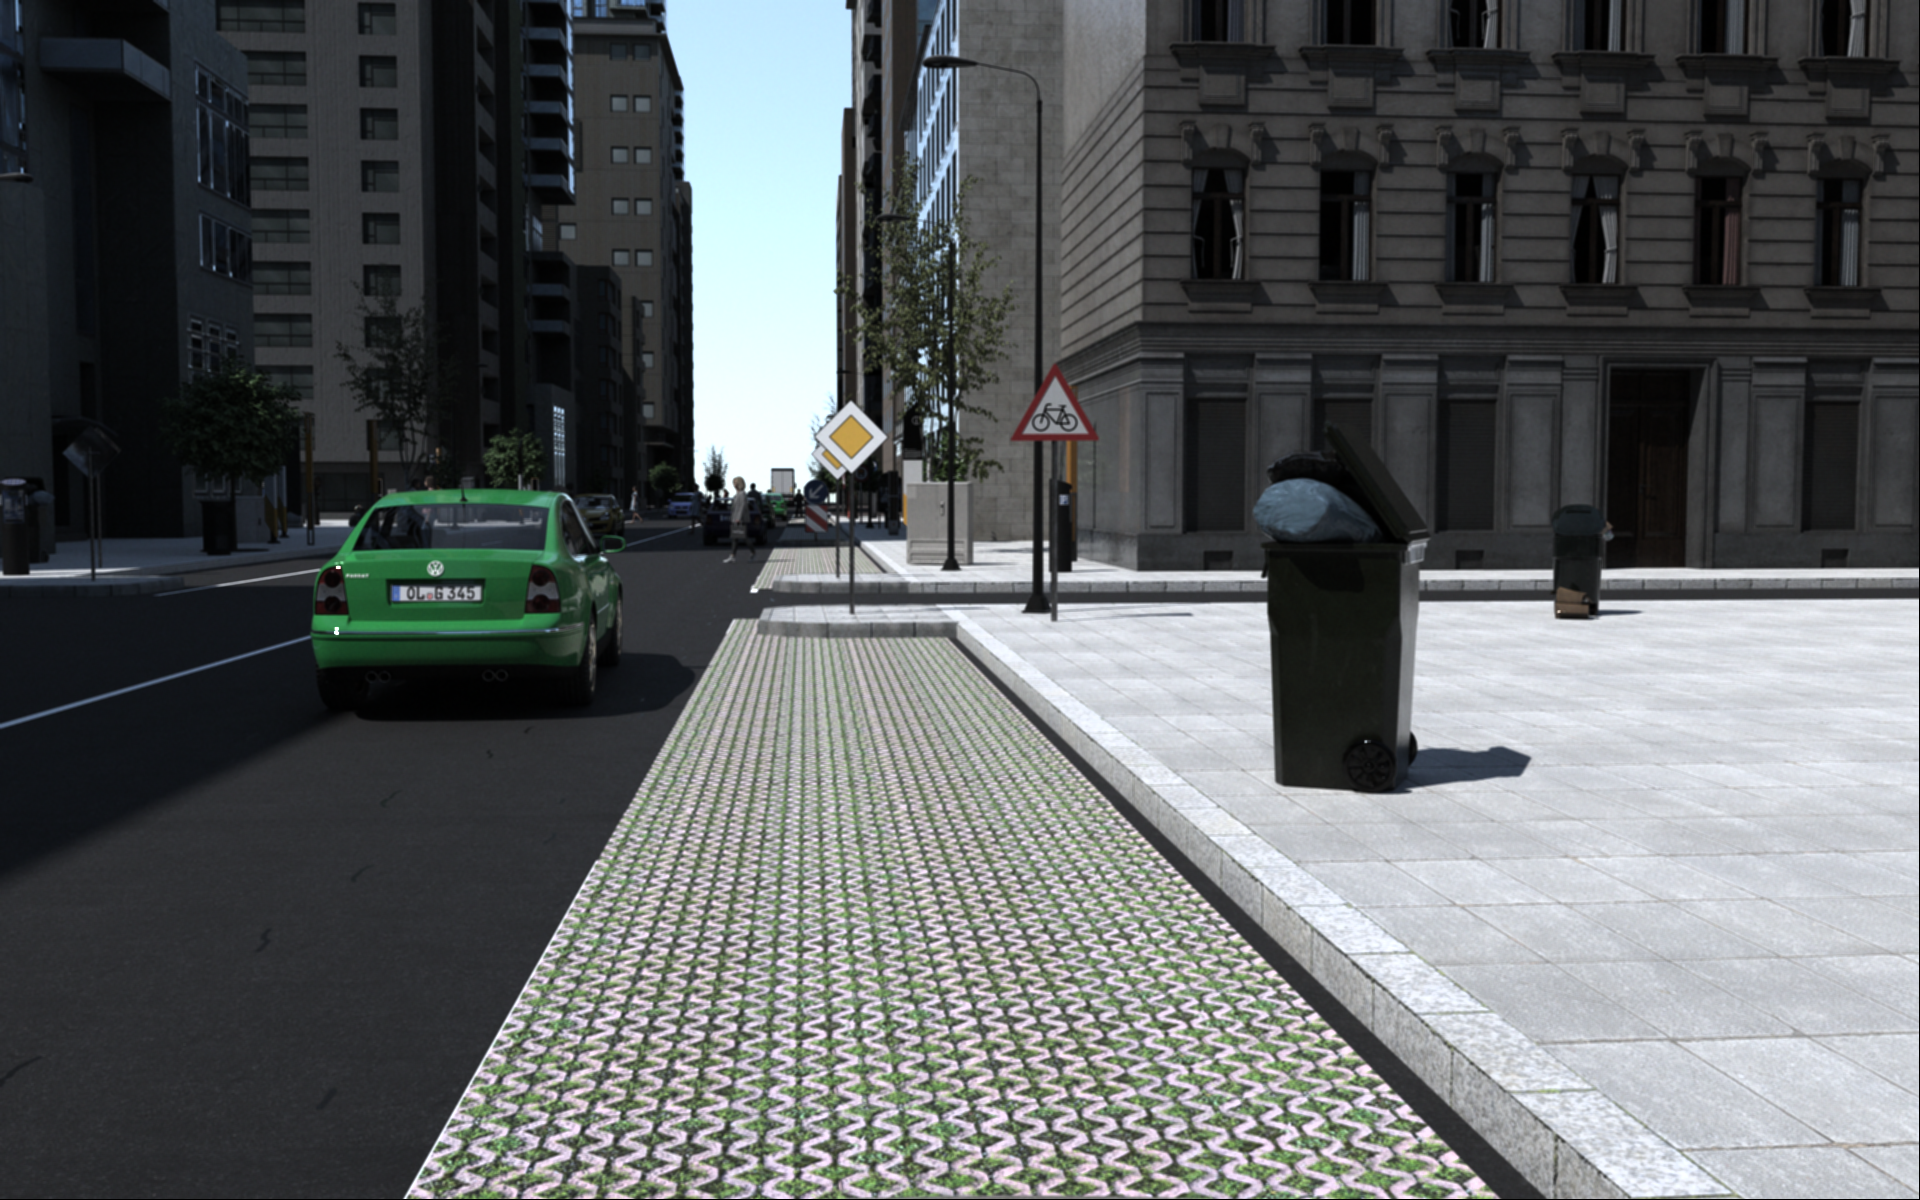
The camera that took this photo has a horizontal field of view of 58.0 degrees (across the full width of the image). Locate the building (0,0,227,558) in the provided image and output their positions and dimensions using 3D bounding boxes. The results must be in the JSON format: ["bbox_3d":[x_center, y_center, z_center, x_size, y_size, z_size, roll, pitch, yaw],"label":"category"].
[{"bbox_3d":[-30.959,-44.393,38.501,22.319,86.520,31.000,0,4,-5],"label":"building"}]

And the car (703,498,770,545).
[{"bbox_3d":[-6.436,-2.275,49.779,1.945,1.354,3.894,0,4,-5],"label":"car"}]

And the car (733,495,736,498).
[{"bbox_3d":[-25.659,-11.537,201.210,1.945,1.354,3.894,0,4,-6],"label":"car"}]

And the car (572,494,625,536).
[{"bbox_3d":[-12.183,-2.889,57.462,2.015,1.641,3.980,0,4,-4],"label":"car"}]

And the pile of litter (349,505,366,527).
[{"bbox_3d":[-23.560,-3.350,68.746,1.176,0.858,1.719,2,4,26],"label":"pile of litter"}]

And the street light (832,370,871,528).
[{"bbox_3d":[-3.940,-5.663,65.125,1.470,5.913,1.316,0,4,-5],"label":"street light"}]

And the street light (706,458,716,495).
[{"bbox_3d":[-31.792,-15.197,221.012,1.470,5.913,1.316,0,4,-5],"label":"street light"}]

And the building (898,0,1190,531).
[{"bbox_3d":[2.762,-13.730,73.642,9.793,20.994,18.267,0,4,-5],"label":"building"}]

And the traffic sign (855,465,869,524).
[{"bbox_3d":[-4.249,-4.547,74.448,0.768,2.556,0.104,0,4,-2],"label":"traffic sign"}]

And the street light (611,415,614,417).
[{"bbox_3d":[-20.958,-7.883,101.421,1.470,5.913,1.316,0,4,-5],"label":"street light"}]

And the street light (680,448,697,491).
[{"bbox_3d":[-27.595,-12.361,174.648,1.470,5.913,1.316,0,4,-5],"label":"street light"}]

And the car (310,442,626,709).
[{"bbox_3d":[-3.544,-0.258,13.018,1.959,1.807,4.718,0,4,-7],"label":"car"}]

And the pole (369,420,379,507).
[{"bbox_3d":[-16.247,-3.315,48.037,0.158,3.312,0.155,0,3,0],"label":"pole"}]

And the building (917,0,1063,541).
[{"bbox_3d":[4.389,-12.283,55.572,10.420,20.320,16.860,0,4,-5],"label":"building"}]

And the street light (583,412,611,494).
[{"bbox_3d":[-20.743,-7.673,97.994,1.470,5.913,1.316,0,4,-5],"label":"street light"}]

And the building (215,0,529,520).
[{"bbox_3d":[-31.114,-19.552,91.376,14.160,30.474,14.107,0,4,-5],"label":"building"}]

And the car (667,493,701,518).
[{"bbox_3d":[-16.455,-5.742,103.474,1.945,1.707,3.694,0,4,-3],"label":"car"}]

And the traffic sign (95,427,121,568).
[{"bbox_3d":[-14.953,-1.766,30.064,0.795,2.450,0.064,0,4,-1],"label":"traffic sign"}]

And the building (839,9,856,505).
[{"bbox_3d":[-5.043,-47.469,214.362,20.563,71.187,20.611,0,4,-5],"label":"building"}]

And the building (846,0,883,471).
[{"bbox_3d":[4.095,-35.038,162.110,28.713,52.752,27.495,0,4,-5],"label":"building"}]

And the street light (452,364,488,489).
[{"bbox_3d":[-17.506,-5.457,61.760,1.470,5.913,1.316,0,4,-5],"label":"street light"}]

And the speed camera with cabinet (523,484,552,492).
[{"bbox_3d":[-21.647,-5.824,89.563,0.660,3.252,2.038,3,4,36],"label":"speed camera with cabinet"}]

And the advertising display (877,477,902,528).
[{"bbox_3d":[-2.638,-3.645,64.817,0.974,1.923,0.123,-2,4,-31],"label":"advertising display"}]

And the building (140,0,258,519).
[{"bbox_3d":[-36.282,-48.952,113.031,22.319,86.520,31.000,0,4,-5],"label":"building"}]

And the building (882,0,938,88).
[{"bbox_3d":[2.156,-28.271,112.344,14.600,45.320,14.200,0,4,-5],"label":"building"}]

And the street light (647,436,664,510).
[{"bbox_3d":[-24.332,-10.145,138.417,1.470,5.913,1.316,0,4,-5],"label":"street light"}]

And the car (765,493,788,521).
[{"bbox_3d":[-10.221,-5.169,93.306,1.959,1.807,4.718,0,4,-6],"label":"car"}]

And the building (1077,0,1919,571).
[{"bbox_3d":[11.405,-11.276,33.515,18.267,20.994,9.793,0,4,-5],"label":"building"}]

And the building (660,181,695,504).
[{"bbox_3d":[-41.317,-32.784,219.612,14.154,41.232,14.086,0,4,-5],"label":"building"}]

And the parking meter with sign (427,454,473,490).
[{"bbox_3d":[-22.377,-4.867,75.835,1.738,3.016,0.543,1,4,12],"label":"parking meter with sign"}]

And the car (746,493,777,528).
[{"bbox_3d":[-8.771,-3.952,73.415,1.959,1.807,4.718,0,4,-4],"label":"car"}]

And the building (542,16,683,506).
[{"bbox_3d":[-46.504,-37.155,196.727,28.713,52.752,27.495,0,4,-5],"label":"building"}]

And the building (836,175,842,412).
[{"bbox_3d":[-6.960,-38.320,250.238,21.300,48.544,21.600,0,4,-5],"label":"building"}]

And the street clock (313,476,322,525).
[{"bbox_3d":[-26.329,-4.052,70.815,0.358,2.002,0.471,1,4,16],"label":"street clock"}]

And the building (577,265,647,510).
[{"bbox_3d":[-41.554,-18.319,144.557,27.650,21.520,28.899,0,4,-5],"label":"building"}]

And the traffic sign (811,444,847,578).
[{"bbox_3d":[-1.869,-1.393,26.423,0.795,2.450,0.064,0,4,-5],"label":"traffic sign"}]

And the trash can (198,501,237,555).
[{"bbox_3d":[-15.603,-1.516,36.436,0.748,1.137,0.748,0,3,0],"label":"trash can"}]

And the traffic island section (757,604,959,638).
[{"bbox_3d":[-1.135,0.228,18.548,2.009,0.180,2.903,0,4,-5],"label":"traffic island section"}]

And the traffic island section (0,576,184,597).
[{"bbox_3d":[-12.795,-0.199,25.531,2.009,0.180,2.903,0,4,-5],"label":"traffic island section"}]

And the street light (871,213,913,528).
[{"bbox_3d":[-0.689,-3.447,28.892,1.470,5.913,1.316,0,4,-5],"label":"street light"}]

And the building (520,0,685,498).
[{"bbox_3d":[-48.236,-56.737,240.321,22.319,86.520,31.000,0,4,-5],"label":"building"}]

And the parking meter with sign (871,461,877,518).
[{"bbox_3d":[-4.642,-5.876,92.335,0.543,3.016,1.738,0,3,0],"label":"parking meter with sign"}]

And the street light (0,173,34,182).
[{"bbox_3d":[-14.106,-3.219,25.170,1.470,5.913,1.316,0,4,-5],"label":"street light"}]

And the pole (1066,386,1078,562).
[{"bbox_3d":[2.119,-2.384,32.820,0.158,3.312,0.155,0,3,0],"label":"pole"}]

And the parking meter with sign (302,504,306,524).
[{"bbox_3d":[-29.084,-4.822,75.107,1.738,3.016,0.543,2,4,31],"label":"parking meter with sign"}]

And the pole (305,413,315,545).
[{"bbox_3d":[-16.302,-3.032,43.414,0.158,3.312,0.155,0,3,0],"label":"pole"}]

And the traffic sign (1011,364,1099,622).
[{"bbox_3d":[0.948,-1.063,17.382,0.884,2.594,0.081,0,4,0],"label":"traffic sign"}]

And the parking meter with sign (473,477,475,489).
[{"bbox_3d":[-22.513,-5.058,78.951,1.738,3.016,0.543,0,4,-2],"label":"parking meter with sign"}]

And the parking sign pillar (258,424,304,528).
[{"bbox_3d":[-25.759,-4.733,65.851,1.447,3.967,1.447,-1,4,-18],"label":"parking sign pillar"}]

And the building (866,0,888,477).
[{"bbox_3d":[4.075,-29.326,134.111,22.147,44.769,28.867,0,4,-5],"label":"building"}]

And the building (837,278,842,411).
[{"bbox_3d":[-9.468,-28.194,232.674,14.160,30.474,14.107,0,4,-5],"label":"building"}]

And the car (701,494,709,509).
[{"bbox_3d":[-25.472,-9.763,169.408,2.009,1.686,4.222,0,4,-5],"label":"car"}]

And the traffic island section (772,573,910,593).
[{"bbox_3d":[-1.846,-0.258,26.502,2.009,0.180,2.903,0,4,-5],"label":"traffic island section"}]

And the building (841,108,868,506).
[{"bbox_3d":[-6.395,-33.485,197.589,14.600,45.320,14.200,0,4,-5],"label":"building"}]

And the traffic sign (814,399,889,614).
[{"bbox_3d":[-1.158,-0.907,18.469,0.795,2.450,0.064,0,4,-5],"label":"traffic sign"}]

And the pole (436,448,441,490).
[{"bbox_3d":[-23.147,-5.086,77.001,0.158,3.312,0.155,0,3,0],"label":"pole"}]

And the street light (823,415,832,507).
[{"bbox_3d":[-7.385,-8.052,104.198,1.470,5.913,1.316,0,4,-5],"label":"street light"}]

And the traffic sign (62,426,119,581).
[{"bbox_3d":[-12.772,-1.335,25.471,0.795,2.450,0.064,0,4,-5],"label":"traffic sign"}]

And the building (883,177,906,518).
[{"bbox_3d":[1.636,-13.932,92.415,10.561,19.102,19.286,0,4,-5],"label":"building"}]
